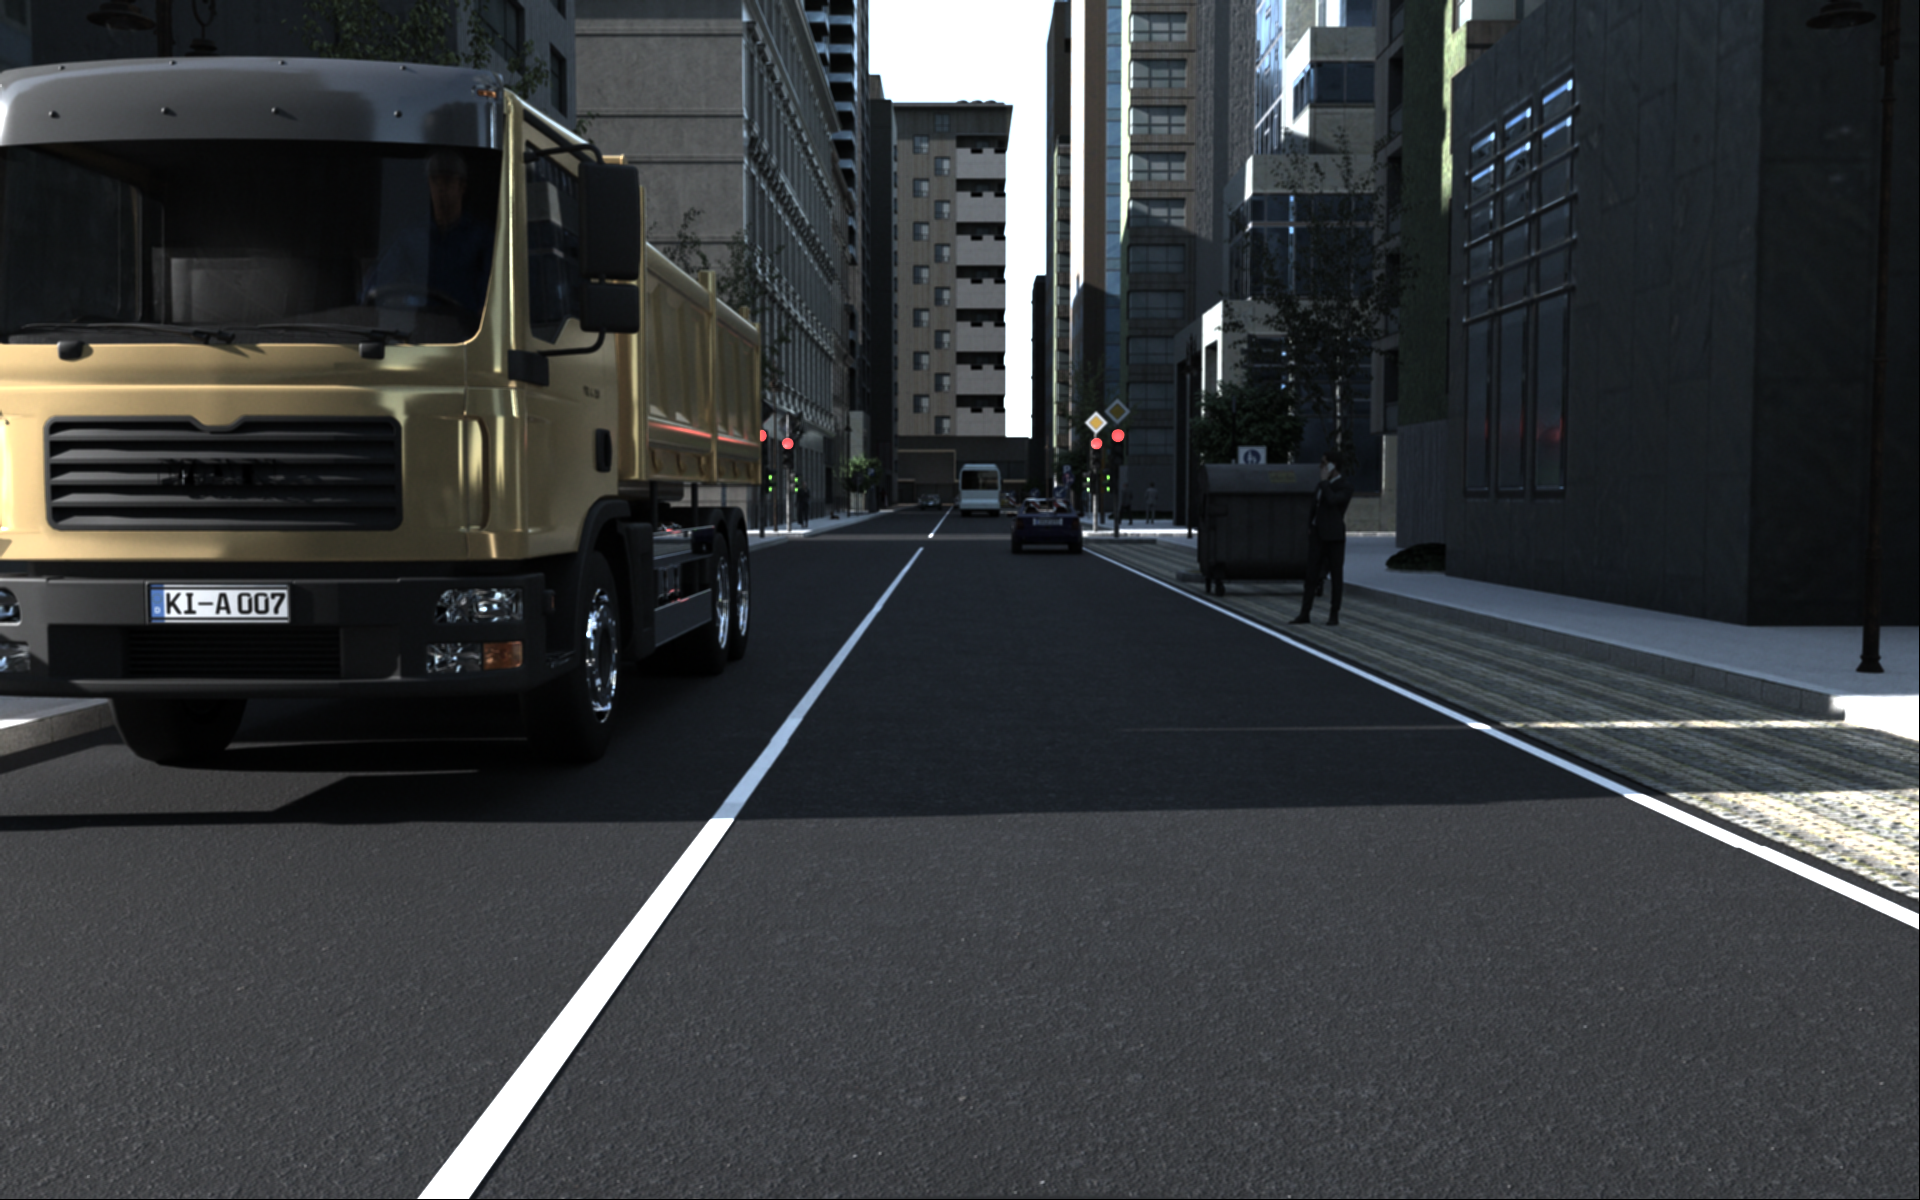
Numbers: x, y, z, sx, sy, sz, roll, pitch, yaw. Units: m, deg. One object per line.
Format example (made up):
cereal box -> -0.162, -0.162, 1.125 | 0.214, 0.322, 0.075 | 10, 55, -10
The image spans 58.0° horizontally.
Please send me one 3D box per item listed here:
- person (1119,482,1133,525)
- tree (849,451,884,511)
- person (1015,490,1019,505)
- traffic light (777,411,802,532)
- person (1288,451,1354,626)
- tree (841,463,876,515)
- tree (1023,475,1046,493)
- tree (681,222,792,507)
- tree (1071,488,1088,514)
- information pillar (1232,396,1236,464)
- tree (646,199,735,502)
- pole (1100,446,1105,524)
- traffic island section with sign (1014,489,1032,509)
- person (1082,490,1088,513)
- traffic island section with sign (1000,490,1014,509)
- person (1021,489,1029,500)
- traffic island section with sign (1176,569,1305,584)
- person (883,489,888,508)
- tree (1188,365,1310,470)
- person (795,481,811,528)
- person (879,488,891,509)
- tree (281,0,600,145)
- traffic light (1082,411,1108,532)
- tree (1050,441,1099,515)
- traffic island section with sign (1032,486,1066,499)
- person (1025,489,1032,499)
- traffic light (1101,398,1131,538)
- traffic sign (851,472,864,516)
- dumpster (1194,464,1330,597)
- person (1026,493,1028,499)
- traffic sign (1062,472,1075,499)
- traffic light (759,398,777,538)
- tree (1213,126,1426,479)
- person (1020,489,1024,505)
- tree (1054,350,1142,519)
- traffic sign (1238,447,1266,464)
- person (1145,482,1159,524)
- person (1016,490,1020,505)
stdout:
person -> 6.910, -4.056, 72.749 | 0.834, 1.777, 0.661 | 3, 5, 44
tree -> -7.375, -9.069, 131.988 | 4.285, 4.588, 4.351 | 0, 3, 0
person -> 6.625, -12.027, 203.604 | 0.541, 1.710, 0.530 | 2, 4, 27
traffic light -> -5.780, -4.266, 58.670 | 0.839, 4.253, 0.868 | 0, 3, 0
person -> 3.956, -0.671, 18.837 | 0.474, 1.900, 0.648 | -3, 5, -40
tree -> -6.418, -7.112, 110.888 | 1.663, 3.219, 1.824 | 0, 3, 0
tree -> 7.633, -10.963, 173.840 | 1.663, 3.219, 1.824 | 0, 3, 0
tree -> -6.530, -5.938, 47.455 | 4.737, 8.622, 4.395 | 0, 3, 0
tree -> 7.732, -7.189, 112.146 | 1.663, 3.219, 1.824 | 0, 3, 0
information pillar -> 6.521, -3.056, 41.314 | 0.183, 3.616, 0.504 | 1, 4, 8
tree -> -7.242, -5.575, 41.514 | 4.360, 8.622, 3.978 | 0, 3, 0
pole -> 6.121, -4.919, 74.272 | 0.158, 3.312, 0.155 | 0, 3, 0
traffic island section with sign -> 4.672, -6.281, 111.315 | 1.989, 1.847, 2.006 | 0, 3, 0
person -> 7.987, -6.386, 110.320 | 0.748, 1.841, 0.638 | 0, 4, 7
traffic island section with sign -> 4.726, -9.347, 161.451 | 1.989, 1.847, 2.006 | 0, 3, 0
person -> 6.724, -10.640, 180.016 | 0.705, 1.823, 1.348 | -2, 4, -34
traffic island section with sign -> 4.595, -1.209, 28.391 | 1.989, 1.847, 2.006 | 0, 3, 0
person -> -6.793, -9.248, 157.919 | 0.621, 1.740, 0.551 | -1, 4, -22
tree -> 7.316, -3.706, 44.311 | 4.285, 4.588, 4.351 | 0, 3, 0
person -> -5.934, -3.611, 65.509 | 0.576, 1.772, 0.534 | -1, 4, -17
person -> -6.677, -8.840, 150.535 | 1.348, 1.831, 0.705 | 0, 4, 3
tree -> -6.507, -4.294, 20.563 | 4.737, 8.622, 4.395 | 0, 3, 0
traffic light -> 4.582, -4.266, 58.676 | 0.839, 4.253, 0.868 | 0, 3, 0
tree -> 7.239, -7.600, 107.966 | 4.285, 4.588, 4.351 | 0, 3, 0
traffic island section with sign -> 4.646, -4.573, 83.389 | 1.989, 1.847, 2.006 | 0, 3, 0
person -> 6.782, -9.718, 165.637 | 1.217, 1.736, 0.721 | 1, 4, 19
traffic light -> 4.574, -3.778, 50.691 | 0.839, 4.253, 0.868 | 0, 3, 0
traffic sign -> -5.857, -6.060, 99.186 | 0.768, 2.556, 0.104 | 1, 4, 9
dumpster -> 4.301, -0.996, 24.503 | 1.865, 1.857, 1.264 | 0, 4, 0
person -> 7.139, -10.984, 185.636 | 0.705, 1.823, 1.348 | 1, 4, 11
traffic sign -> 6.334, -6.179, 101.128 | 0.768, 2.556, 0.104 | 1, 4, 9
traffic light -> -5.787, -3.778, 50.685 | 0.839, 4.253, 0.868 | 0, 3, 0
tree -> 7.241, -5.112, 33.938 | 4.360, 8.622, 3.978 | 0, 3, 0
person -> 7.208, -11.803, 198.645 | 0.705, 1.869, 1.348 | -2, 4, -23
tree -> 6.918, -8.499, 89.323 | 4.737, 8.622, 4.395 | 0, 3, 0
traffic sign -> 6.260, -2.144, 37.189 | 0.606, 2.300, 0.079 | 1, 4, 10
person -> 8.311, -4.220, 75.246 | 0.606, 1.804, 0.583 | 0, 4, -7
person -> 6.813, -12.231, 206.725 | 0.721, 1.736, 1.217 | -1, 4, -23
